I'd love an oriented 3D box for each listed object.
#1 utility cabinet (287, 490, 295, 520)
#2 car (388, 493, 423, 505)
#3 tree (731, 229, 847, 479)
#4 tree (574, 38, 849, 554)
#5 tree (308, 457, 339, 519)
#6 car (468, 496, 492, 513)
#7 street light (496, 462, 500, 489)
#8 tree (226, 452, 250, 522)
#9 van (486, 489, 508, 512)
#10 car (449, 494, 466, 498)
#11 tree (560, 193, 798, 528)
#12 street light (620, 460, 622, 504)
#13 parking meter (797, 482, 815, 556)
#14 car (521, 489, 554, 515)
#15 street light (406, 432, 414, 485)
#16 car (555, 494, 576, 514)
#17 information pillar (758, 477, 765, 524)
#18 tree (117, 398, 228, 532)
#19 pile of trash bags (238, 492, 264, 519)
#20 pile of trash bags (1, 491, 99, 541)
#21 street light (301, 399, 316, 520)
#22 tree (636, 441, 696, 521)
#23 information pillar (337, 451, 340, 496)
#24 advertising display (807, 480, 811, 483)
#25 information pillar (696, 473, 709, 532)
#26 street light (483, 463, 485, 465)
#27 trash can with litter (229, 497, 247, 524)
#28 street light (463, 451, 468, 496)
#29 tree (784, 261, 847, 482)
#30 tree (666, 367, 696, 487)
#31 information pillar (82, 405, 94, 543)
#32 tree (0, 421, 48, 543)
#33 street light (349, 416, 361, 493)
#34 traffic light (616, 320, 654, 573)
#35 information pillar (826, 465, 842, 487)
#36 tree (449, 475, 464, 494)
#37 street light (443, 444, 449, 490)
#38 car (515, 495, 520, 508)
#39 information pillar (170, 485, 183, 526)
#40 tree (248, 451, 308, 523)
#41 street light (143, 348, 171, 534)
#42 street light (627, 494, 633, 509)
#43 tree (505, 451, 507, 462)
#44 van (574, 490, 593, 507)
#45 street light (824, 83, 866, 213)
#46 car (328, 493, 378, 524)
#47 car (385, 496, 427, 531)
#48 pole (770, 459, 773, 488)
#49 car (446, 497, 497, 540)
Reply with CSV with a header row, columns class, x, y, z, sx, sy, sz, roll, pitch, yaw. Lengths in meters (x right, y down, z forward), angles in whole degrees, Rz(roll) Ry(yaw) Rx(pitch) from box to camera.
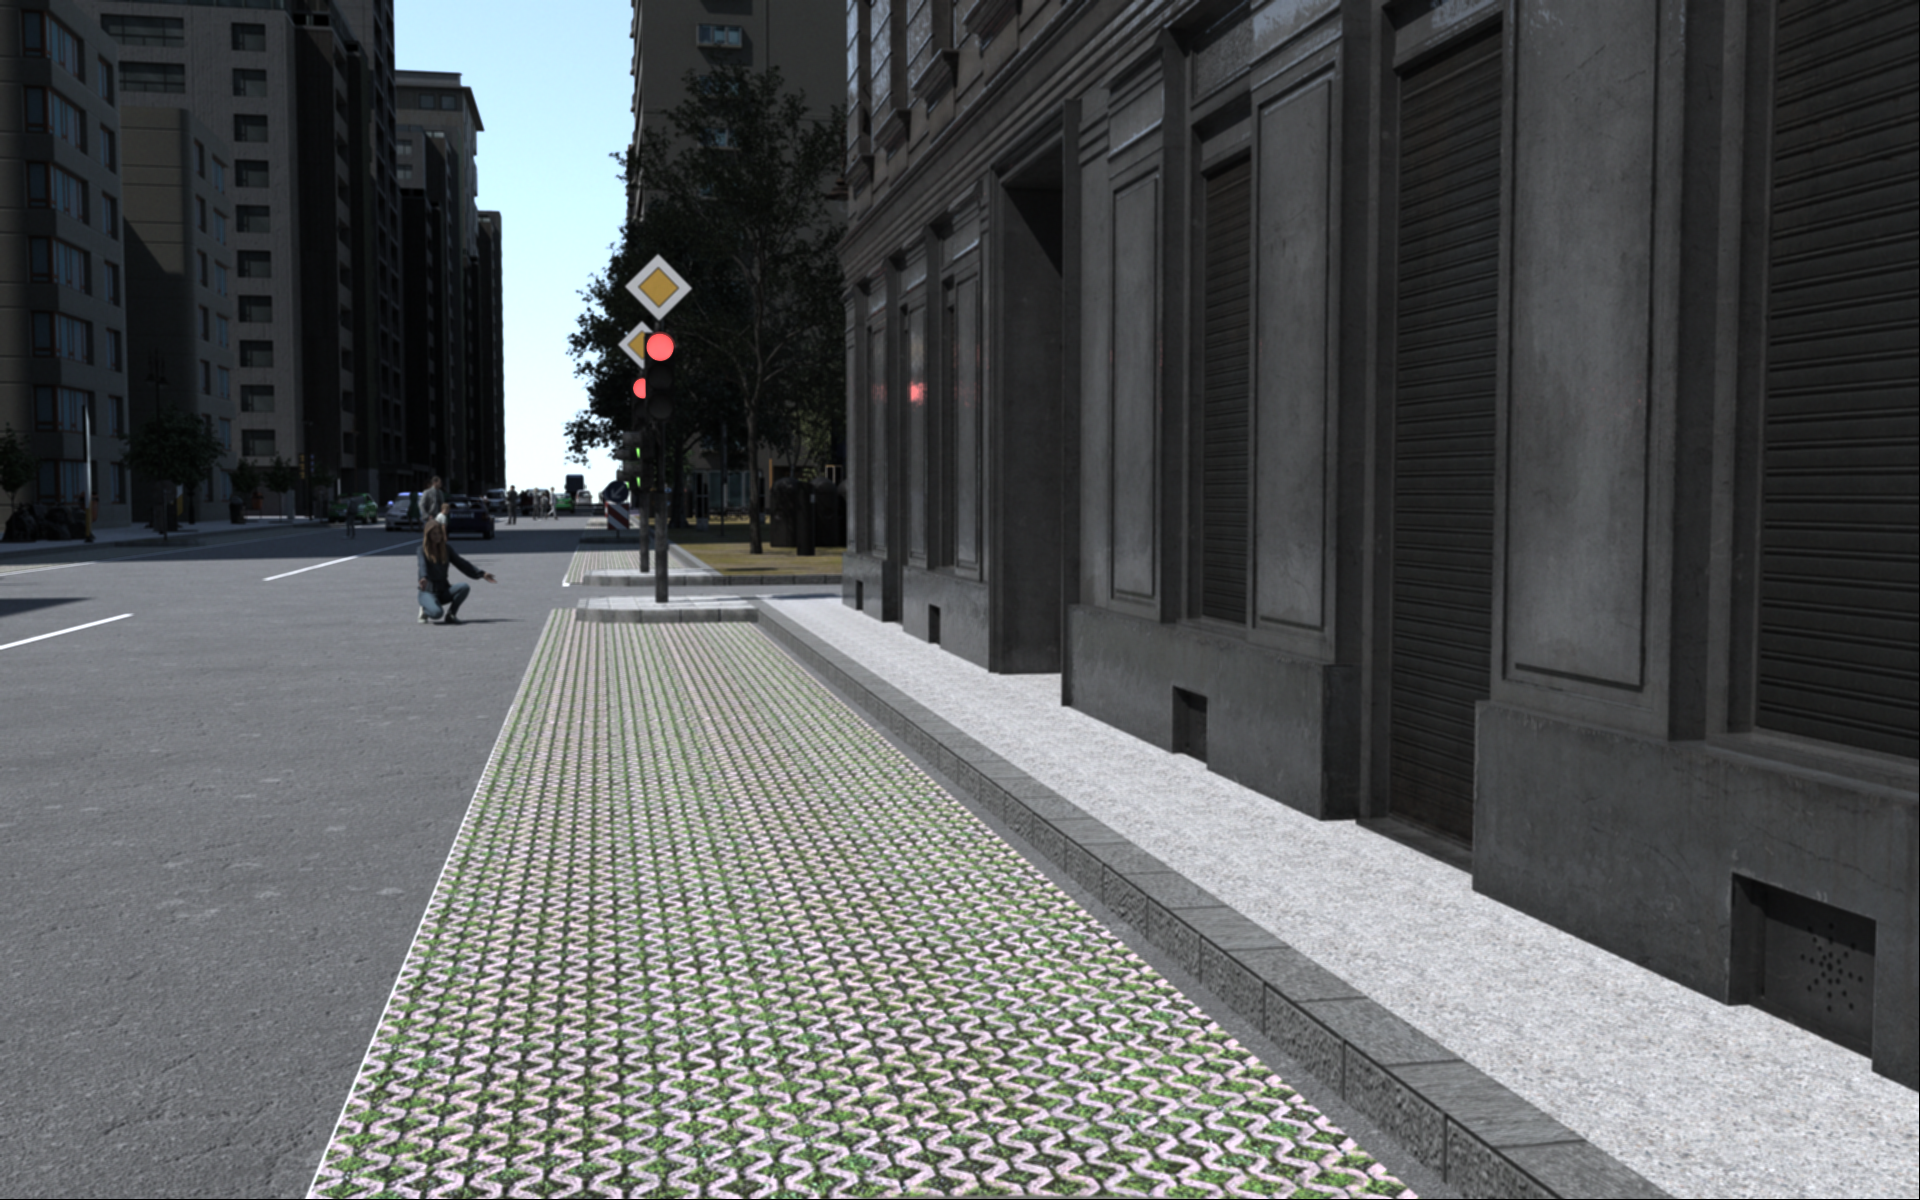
class,x,y,z,sx,sy,sz,roll,pitch,yaw
utility cabinet,-33.378,-4.756,86.437,0.318,1.500,1.173,-1,4,-17
car,-24.052,-4.063,76.029,1.945,1.707,3.694,-1,4,-13
tree,-4.589,-5.970,47.977,4.360,8.622,3.978,0,3,0
tree,-4.641,-6.250,36.594,7.601,10.594,8.767,-3,5,-40
tree,-33.712,-5.892,90.932,1.663,3.219,1.824,0,3,0
car,-32.902,-6.443,117.916,1.945,1.354,3.894,-1,4,-11
street light,-64.047,-16.365,240.349,0.468,5.910,1.993,-1,4,-12
tree,-33.130,-5.226,80.044,1.663,3.219,1.824,0,3,0
van,-36.716,-7.944,136.891,2.013,2.044,4.112,-1,4,-11
car,-30.971,-5.755,106.095,2.014,1.417,4.499,-1,4,-10
tree,-10.586,-9.083,65.510,9.611,12.733,9.660,0,3,0
street light,-38.745,-13.866,199.494,0.468,5.910,1.993,-1,4,-12
parking meter,-3.205,-1.686,35.982,0.372,1.533,0.369,0,3,0
car,-29.089,-6.771,119.380,2.281,1.827,5.304,-1,4,-11
street light,-41.119,-9.602,129.776,0.468,5.910,1.993,-1,4,-12
car,-29.185,-7.229,126.983,1.959,1.807,4.718,-1,4,-11
information pillar,-8.664,-4.330,75.282,0.304,2.012,0.304,-2,4,-30
tree,-26.782,-4.613,59.138,4.285,4.588,4.351,0,3,0
pile of trash bags,-37.853,-4.928,90.319,3.447,1.369,1.912,1,4,14
pile of trash bags,-25.392,-2.399,48.973,1.912,1.369,3.447,0,4,1
street light,-31.589,-6.808,84.100,0.468,5.910,1.993,-1,4,-12
tree,-14.261,-6.016,82.076,4.285,4.588,4.351,0,3,0
information pillar,-33.925,-6.317,94.632,0.183,3.616,0.504,-1,4,-17
advertising display,-6.477,-4.510,78.954,0.974,1.923,0.123,-1,4,-19
information pillar,-8.821,-3.352,59.290,0.304,2.012,0.304,2,4,31
street light,-58.089,-14.573,211.056,0.468,5.910,1.993,-1,4,-12
trash can with litter,-30.933,-3.851,74.348,0.624,1.170,1.055,-3,5,-44
street light,-51.951,-12.786,181.836,0.468,5.910,1.993,-1,4,-12
tree,-3.316,-6.292,53.242,4.737,8.622,4.395,0,3,0
tree,-15.863,-8.752,93.465,4.360,8.622,3.978,0,3,0
information pillar,-23.088,-3.331,45.824,0.183,3.616,0.504,-1,4,-18
tree,-25.253,-3.135,45.858,1.663,3.219,1.824,0,3,0
street light,-35.021,-7.807,100.427,0.468,5.910,1.993,-1,4,-12
traffic light,-5.170,-2.402,28.187,0.839,4.253,0.868,-1,4,-12
information pillar,-3.236,-2.451,44.572,0.304,2.012,0.304,3,5,39
tree,-50.702,-11.004,174.509,1.663,3.219,1.824,0,3,0
street light,-47.221,-11.394,159.085,0.468,5.910,1.993,-1,4,-12
car,-43.479,-9.766,172.034,2.083,1.381,4.827,-1,4,-11
information pillar,-31.315,-4.757,69.135,0.183,3.616,0.504,3,5,42
tree,-30.451,-5.062,77.371,1.663,3.219,1.824,0,3,0
street light,-25.367,-5.019,54.849,0.468,5.910,1.993,-1,4,-12
street light,-27.962,-10.682,147.444,0.468,5.910,1.993,-1,4,-12
tree,-68.342,-18.568,253.952,4.360,8.622,3.978,0,3,0
van,-40.949,-11.096,188.425,2.013,2.044,4.112,-1,4,-13
street light,-1.239,-2.890,20.040,0.468,5.910,1.993,-1,4,-12
car,-28.969,-4.519,82.677,1.959,1.807,4.718,-1,4,-10
car,-21.550,-3.429,68.429,2.083,1.381,4.827,-1,4,-12
pole,-10.928,-6.524,100.502,0.158,3.312,0.155,0,3,0
car,-15.858,-2.626,55.518,1.945,1.354,3.894,-1,4,-13
